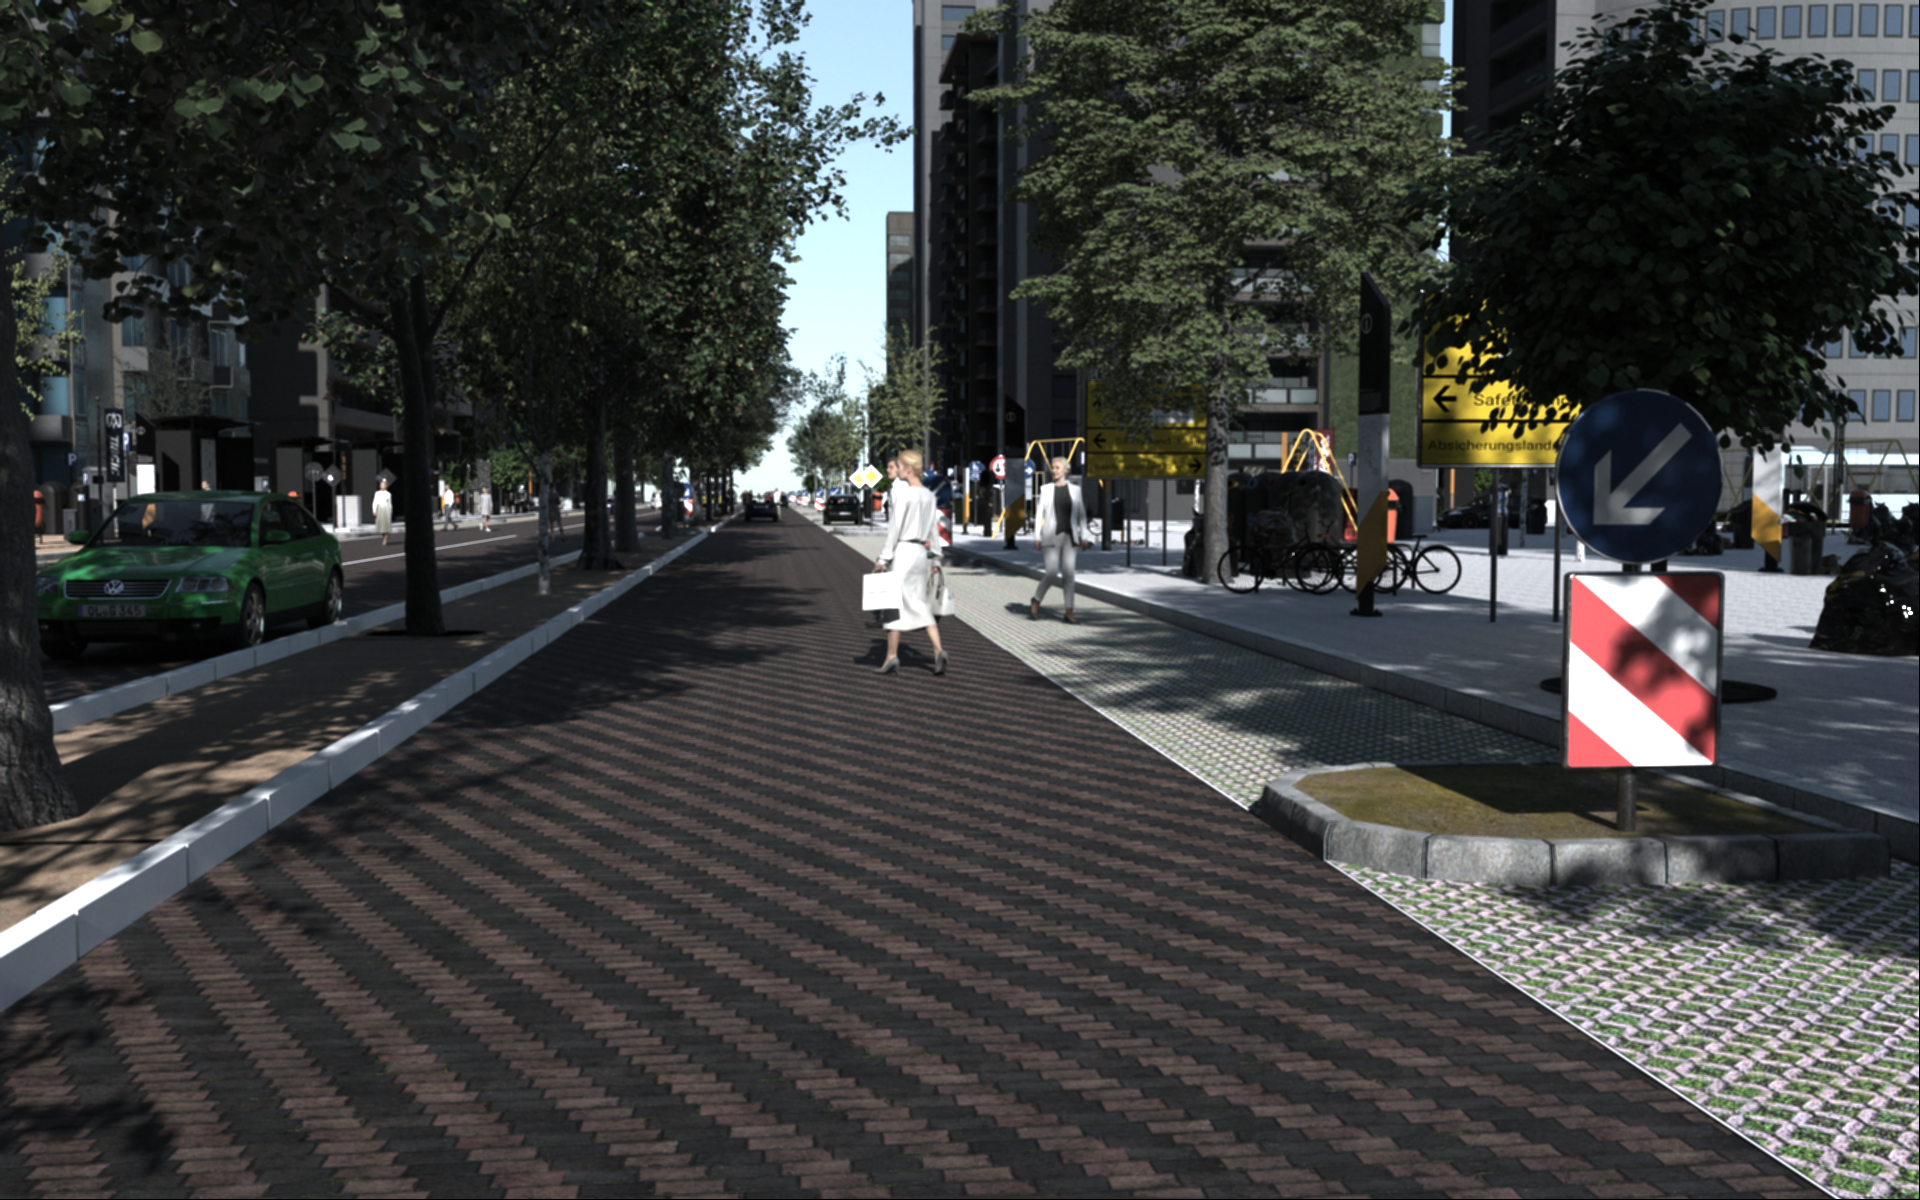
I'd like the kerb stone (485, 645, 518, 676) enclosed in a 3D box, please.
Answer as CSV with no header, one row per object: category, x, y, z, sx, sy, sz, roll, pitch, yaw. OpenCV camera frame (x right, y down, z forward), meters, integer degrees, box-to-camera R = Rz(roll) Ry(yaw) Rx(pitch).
kerb stone,-3.718,0.503,13.965,0.120,0.150,1.000,0,4,-6

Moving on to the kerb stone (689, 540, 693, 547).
kerb stone,-7.173,-1.423,45.551,0.120,0.150,1.000,0,4,-6

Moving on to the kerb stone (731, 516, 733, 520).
kerb stone,-12.143,-4.197,90.921,0.120,0.150,1.000,0,4,-6

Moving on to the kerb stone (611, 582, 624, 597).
kerb stone,-4.828,-0.115,24.149,0.120,0.150,1.000,0,4,-6

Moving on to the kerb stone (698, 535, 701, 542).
kerb stone,-7.732,-1.740,50.644,0.120,0.150,1.000,0,4,-6

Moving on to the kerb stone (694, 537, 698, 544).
kerb stone,-7.505,-1.614,48.612,0.120,0.150,1.000,0,4,-6

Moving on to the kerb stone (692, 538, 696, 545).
kerb stone,-7.396,-1.551,47.596,0.120,0.150,1.000,0,4,-6

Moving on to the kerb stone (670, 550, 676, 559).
kerb stone,-6.283,-0.930,37.399,0.120,0.150,1.000,0,4,-6

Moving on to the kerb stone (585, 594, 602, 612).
kerb stone,-4.498,0.068,21.089,0.120,0.150,1.000,0,4,-6

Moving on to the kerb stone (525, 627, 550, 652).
kerb stone,-3.939,0.382,16.001,0.120,0.150,1.000,0,4,-6

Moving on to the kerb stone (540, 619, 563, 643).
kerb stone,-4.046,0.320,17.024,0.120,0.150,1.000,0,4,-6

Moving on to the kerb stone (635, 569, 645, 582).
kerb stone,-5.269,-0.368,28.214,0.120,0.150,1.000,0,4,-6

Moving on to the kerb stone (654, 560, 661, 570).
kerb stone,-5.725,-0.614,32.303,0.120,0.150,1.000,0,4,-6

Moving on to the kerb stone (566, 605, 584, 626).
kerb stone,-4.277,0.192,19.055,0.120,0.150,1.000,0,4,-6

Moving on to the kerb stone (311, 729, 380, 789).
kerb stone,-3.160,0.816,8.879,0.120,0.150,1.000,0,4,-6

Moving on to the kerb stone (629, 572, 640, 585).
kerb stone,-5.167,-0.306,27.197,0.120,0.150,1.000,0,4,-6

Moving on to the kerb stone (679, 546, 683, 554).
kerb stone,-6.620,-1.112,40.448,0.120,0.150,1.000,0,4,-6

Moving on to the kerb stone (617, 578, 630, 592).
kerb stone,-4.940,-0.182,25.165,0.120,0.150,1.000,0,4,-6

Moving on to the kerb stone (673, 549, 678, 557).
kerb stone,-6.395,-0.992,38.415,0.120,0.150,1.000,0,4,-6

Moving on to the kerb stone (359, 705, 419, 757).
kerb stone,-3.271,0.752,9.897,0.120,0.150,1.000,0,4,-6

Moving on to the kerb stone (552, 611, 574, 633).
kerb stone,-4.168,0.254,18.039,0.120,0.150,1.000,0,4,-6

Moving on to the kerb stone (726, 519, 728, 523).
kerb stone,-11.026,-3.581,80.741,0.120,0.150,1.000,0,4,-6

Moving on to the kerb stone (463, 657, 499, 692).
kerb stone,-3.604,0.566,12.950,0.120,0.150,1.000,0,4,-6

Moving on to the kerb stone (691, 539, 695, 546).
kerb stone,-7.288,-1.491,46.571,0.120,0.150,1.000,0,4,-6

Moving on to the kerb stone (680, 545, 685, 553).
kerb stone,-6.728,-1.172,41.468,0.120,0.150,1.000,0,4,-6

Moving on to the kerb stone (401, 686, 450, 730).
kerb stone,-3.388,0.690,10.913,0.120,0.150,1.000,0,4,-6

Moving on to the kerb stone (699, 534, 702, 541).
kerb stone,-7.843,-1.802,51.660,0.120,0.150,1.000,0,4,-6

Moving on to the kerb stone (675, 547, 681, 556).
kerb stone,-6.507,-1.054,39.432,0.120,0.150,1.000,0,4,-6

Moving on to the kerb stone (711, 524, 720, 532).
kerb stone,-9.685,-2.829,68.502,0.120,0.150,1.000,0,4,-6

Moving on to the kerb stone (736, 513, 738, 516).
kerb stone,-13.594,-5.010,104.167,0.120,0.150,1.000,0,4,-6

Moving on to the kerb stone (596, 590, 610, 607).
kerb stone,-4.605,0.005,22.112,0.120,0.150,1.000,0,4,-6

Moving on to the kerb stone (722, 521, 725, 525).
kerb stone,-10.460,-3.269,75.638,0.120,0.150,1.000,0,4,-6

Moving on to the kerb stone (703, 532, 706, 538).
kerb stone,-8.182,-1.987,54.716,0.120,0.150,1.000,0,4,-6

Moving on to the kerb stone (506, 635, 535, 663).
kerb stone,-3.833,0.441,14.984,0.120,0.150,1.000,0,4,-6

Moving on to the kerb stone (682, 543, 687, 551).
kerb stone,-6.838,-1.237,42.484,0.120,0.150,1.000,0,4,-6

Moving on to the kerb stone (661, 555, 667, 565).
kerb stone,-5.960,-0.743,34.347,0.120,0.150,1.000,0,4,-6

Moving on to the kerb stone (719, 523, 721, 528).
kerb stone,-9.903,-2.953,70.534,0.120,0.150,1.000,0,4,-6

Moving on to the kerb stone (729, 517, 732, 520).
kerb stone,-11.911,-4.079,88.884,0.120,0.150,1.000,0,4,-6

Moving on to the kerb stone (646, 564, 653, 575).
kerb stone,-5.503,-0.484,30.263,0.120,0.150,1.000,0,4,-6

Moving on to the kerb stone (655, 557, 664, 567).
kerb stone,-5.843,-0.676,33.324,0.120,0.150,1.000,0,4,-6

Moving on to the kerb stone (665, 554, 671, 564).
kerb stone,-6.050,-0.806,35.366,0.120,0.150,1.000,0,4,-6

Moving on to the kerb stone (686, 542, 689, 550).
kerb stone,-6.947,-1.303,43.507,0.120,0.150,1.000,0,4,-6

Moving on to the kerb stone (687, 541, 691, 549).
kerb stone,-7.061,-1.366,44.528,0.120,0.150,1.000,0,4,-6

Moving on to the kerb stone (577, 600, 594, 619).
kerb stone,-4.384,0.130,20.072,0.120,0.150,1.000,0,4,-6

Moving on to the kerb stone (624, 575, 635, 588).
kerb stone,-5.051,-0.242,26.181,0.120,0.150,1.000,0,4,-6

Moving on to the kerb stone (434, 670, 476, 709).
kerb stone,-3.501,0.628,11.929,0.120,0.150,1.000,0,4,-6

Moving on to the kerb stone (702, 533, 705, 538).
kerb stone,-8.061,-1.927,53.700,0.120,0.150,1.000,0,4,-6

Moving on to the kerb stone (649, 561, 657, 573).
kerb stone,-5.606,-0.556,31.288,0.120,0.150,1.000,0,4,-6

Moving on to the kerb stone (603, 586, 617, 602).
kerb stone,-4.721,-0.057,23.127,0.120,0.150,1.000,0,4,-6

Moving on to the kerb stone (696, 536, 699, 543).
kerb stone,-7.622,-1.678,49.627,0.120,0.150,1.000,0,4,-6

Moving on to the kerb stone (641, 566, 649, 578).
kerb stone,-5.389,-0.431,29.241,0.120,0.150,1.000,0,4,-6

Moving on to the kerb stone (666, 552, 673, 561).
kerb stone,-6.167,-0.866,36.381,0.120,0.150,1.000,0,4,-6

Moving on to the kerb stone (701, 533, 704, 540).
kerb stone,-7.954,-1.865,52.684,0.120,0.150,1.000,0,4,-6
